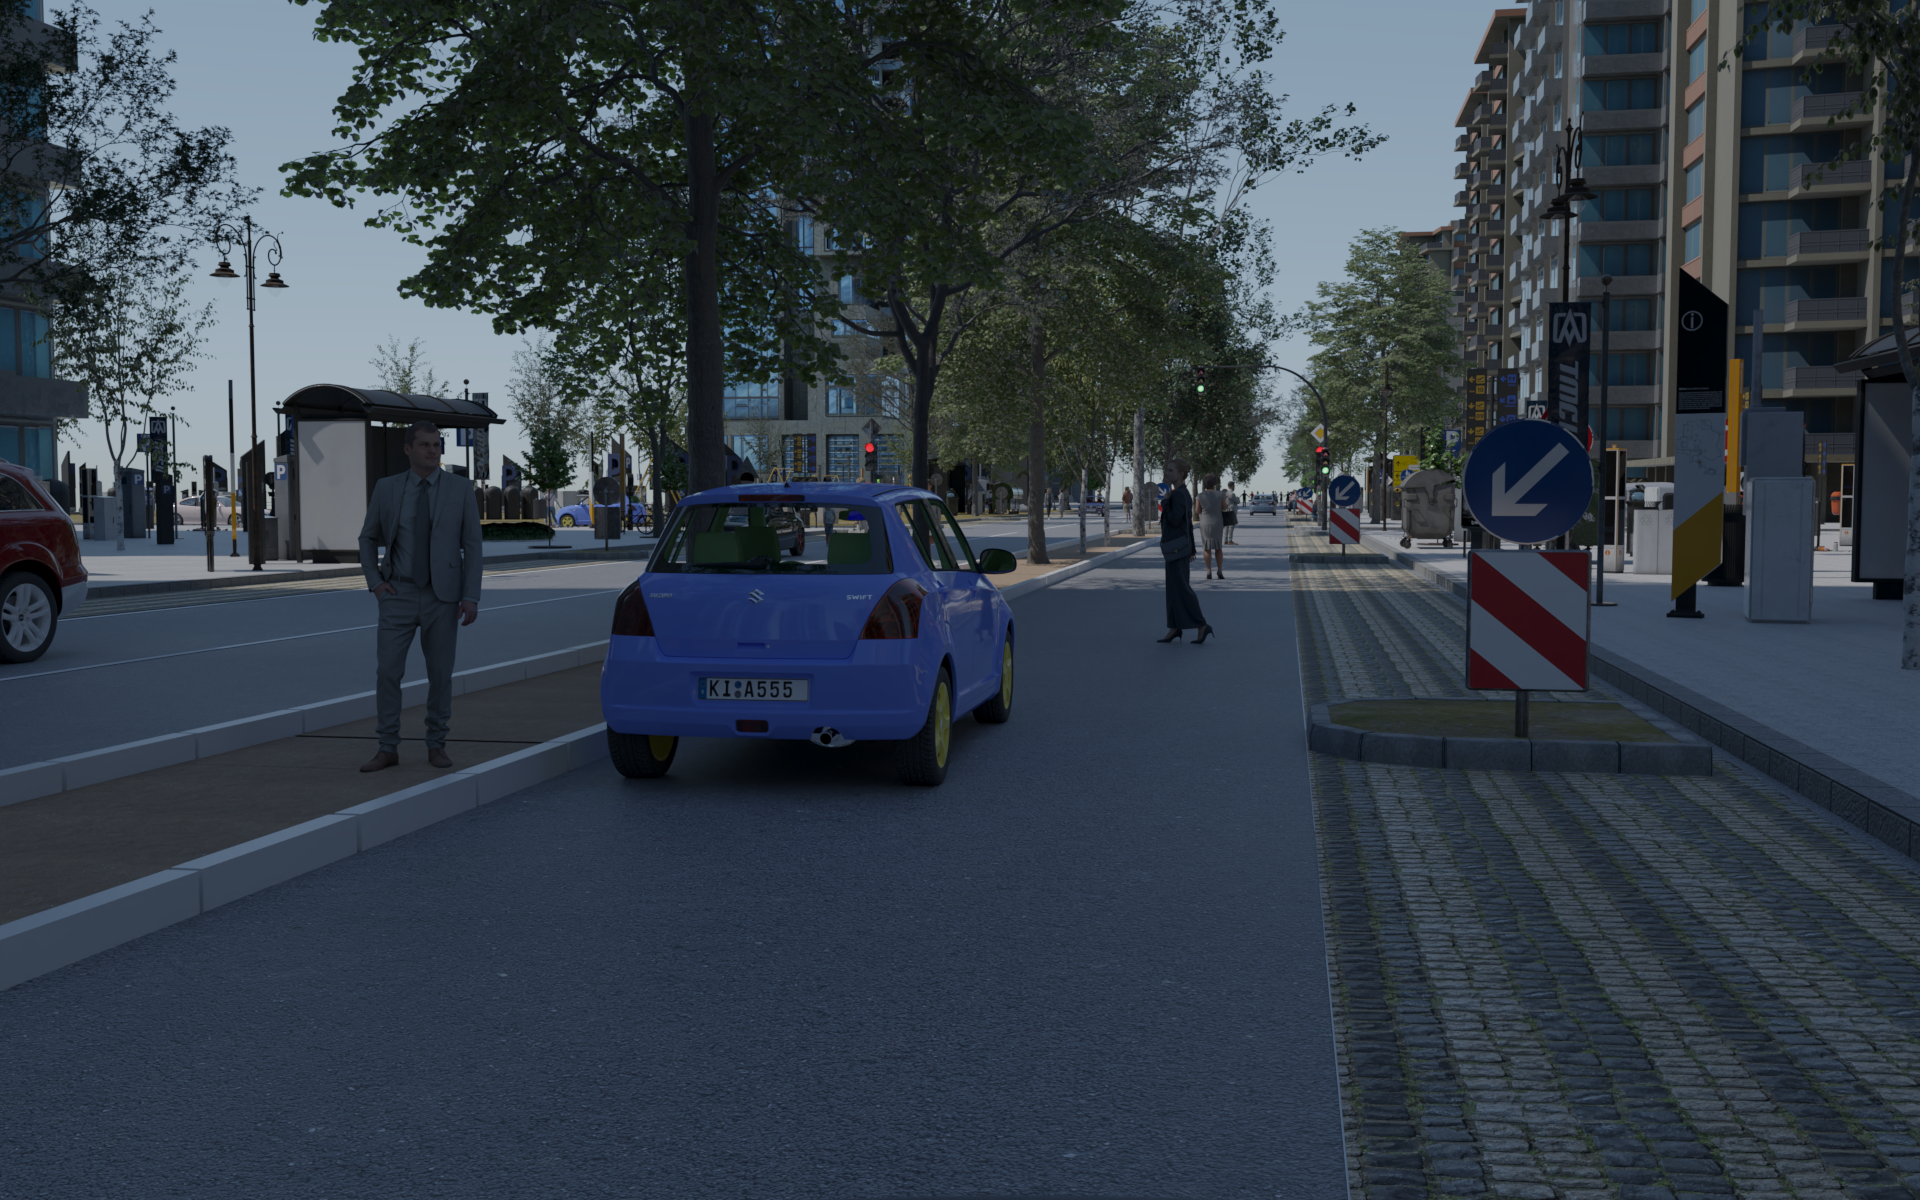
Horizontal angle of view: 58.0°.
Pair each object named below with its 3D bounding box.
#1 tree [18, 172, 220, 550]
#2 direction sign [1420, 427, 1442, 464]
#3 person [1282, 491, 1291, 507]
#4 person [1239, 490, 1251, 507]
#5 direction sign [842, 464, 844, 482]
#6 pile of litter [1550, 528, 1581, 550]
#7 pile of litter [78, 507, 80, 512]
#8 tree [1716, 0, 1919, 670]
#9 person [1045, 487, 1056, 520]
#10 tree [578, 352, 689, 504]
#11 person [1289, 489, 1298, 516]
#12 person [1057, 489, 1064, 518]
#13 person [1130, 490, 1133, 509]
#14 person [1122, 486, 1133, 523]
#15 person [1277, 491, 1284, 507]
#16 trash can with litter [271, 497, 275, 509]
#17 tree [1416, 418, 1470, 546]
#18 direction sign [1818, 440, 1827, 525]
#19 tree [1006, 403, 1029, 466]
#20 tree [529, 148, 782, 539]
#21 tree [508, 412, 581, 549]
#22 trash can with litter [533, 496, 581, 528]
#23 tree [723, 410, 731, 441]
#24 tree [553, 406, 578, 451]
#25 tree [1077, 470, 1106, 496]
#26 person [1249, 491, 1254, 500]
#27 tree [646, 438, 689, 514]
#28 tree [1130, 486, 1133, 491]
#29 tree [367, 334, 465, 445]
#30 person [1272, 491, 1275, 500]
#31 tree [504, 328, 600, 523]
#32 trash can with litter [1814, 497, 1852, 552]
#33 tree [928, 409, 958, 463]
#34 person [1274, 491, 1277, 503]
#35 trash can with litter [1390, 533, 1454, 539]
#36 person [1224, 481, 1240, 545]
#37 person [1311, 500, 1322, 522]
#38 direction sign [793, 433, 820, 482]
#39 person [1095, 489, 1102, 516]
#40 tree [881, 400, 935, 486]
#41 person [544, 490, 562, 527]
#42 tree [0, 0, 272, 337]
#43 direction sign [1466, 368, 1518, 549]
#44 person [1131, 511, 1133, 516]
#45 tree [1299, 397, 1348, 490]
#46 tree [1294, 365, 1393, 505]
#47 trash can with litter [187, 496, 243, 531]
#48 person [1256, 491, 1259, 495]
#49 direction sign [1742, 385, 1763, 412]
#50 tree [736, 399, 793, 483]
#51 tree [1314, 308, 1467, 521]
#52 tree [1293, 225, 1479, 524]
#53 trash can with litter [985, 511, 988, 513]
[{"bbox_3d":[-19.054,-5.431,39.161,4.360,8.622,3.978,0,3,0],"label":"tree"},{"bbox_3d":[16.002,-4.082,58.741,0.876,3.537,0.379,-1,4,-13],"label":"direction sign"},{"bbox_3d":[32.211,-9.848,170.233,1.217,1.735,0.721,0,4,1],"label":"person"},{"bbox_3d":[30.459,-10.844,185.424,1.348,1.869,0.705,-1,4,-8],"label":"person"},{"bbox_3d":[-8.732,-8.405,129.419,0.379,3.537,0.876,-1,4,-8],"label":"direction sign"},{"bbox_3d":[10.085,-0.970,29.823,1.719,0.858,1.176,-3,4,-38],"label":"pile of litter"},{"bbox_3d":[-61.017,-6.572,121.416,1.176,0.858,1.719,2,4,35],"label":"pile of litter"},{"bbox_3d":[7.217,-3.792,12.357,4.360,8.622,3.978,0,3,0],"label":"tree"},{"bbox_3d":[5.067,-5.410,97.130,0.709,1.800,0.728,-1,4,-14],"label":"person"},{"bbox_3d":[-15.984,-8.413,87.912,4.737,8.622,4.395,0,3,0],"label":"tree"},{"bbox_3d":[22.217,-6.490,115.203,0.643,1.750,0.593,-3,5,-43],"label":"person"},{"bbox_3d":[6.070,-5.872,105.077,0.524,1.755,0.480,2,4,26],"label":"person"},{"bbox_3d":[15.780,-9.314,160.654,0.709,1.838,0.599,0,4,-1],"label":"person"},{"bbox_3d":[8.441,-4.824,87.352,0.573,1.828,0.580,0,4,4],"label":"person"},{"bbox_3d":[36.330,-11.407,195.726,1.217,1.735,0.721,-1,4,-13],"label":"person"},{"bbox_3d":[-26.808,-3.379,66.299,2.233,1.210,1.678,-3,5,-40],"label":"trash can with litter"},{"bbox_3d":[11.891,-2.977,43.269,1.663,3.219,1.824,0,3,0],"label":"tree"},{"bbox_3d":[36.239,-4.945,72.854,0.379,3.537,0.876,0,4,8],"label":"direction sign"},{"bbox_3d":[8.429,-13.539,138.362,9.611,12.733,9.660,0,3,0],"label":"tree"},{"bbox_3d":[-8.830,-7.621,50.362,9.928,11.665,9.643,0,3,0],"label":"tree"},{"bbox_3d":[-9.841,-2.832,40.901,1.663,3.219,1.824,0,3,0],"label":"tree"},{"bbox_3d":[-15.556,-3.344,65.731,2.233,1.210,1.678,-1,4,-9],"label":"trash can with litter"},{"bbox_3d":[-15.486,-9.090,98.984,4.737,8.622,4.395,0,3,0],"label":"tree"},{"bbox_3d":[-20.799,-9.095,99.061,4.737,8.622,4.395,0,3,0],"label":"tree"},{"bbox_3d":[12.131,-10.703,158.705,4.285,4.588,4.351,0,3,0],"label":"tree"},{"bbox_3d":[38.899,-13.587,230.587,1.348,1.831,0.705,-3,4,-37],"label":"person"},{"bbox_3d":[-9.904,-3.912,58.562,1.663,3.219,1.824,0,3,0],"label":"tree"},{"bbox_3d":[21.238,-12.988,206.954,1.663,3.219,1.824,0,3,0],"label":"tree"},{"bbox_3d":[-25.269,-7.932,80.049,4.737,8.622,4.395,0,3,0],"label":"tree"},{"bbox_3d":[30.728,-9.893,170.776,0.750,1.759,0.617,1,4,17],"label":"person"},{"bbox_3d":[-18.392,-7.783,77.620,4.360,8.622,3.978,0,3,0],"label":"tree"},{"bbox_3d":[19.314,-1.731,39.359,1.678,1.210,2.233,0,4,0],"label":"trash can with litter"},{"bbox_3d":[-1.494,-11.740,142.318,4.360,8.622,3.978,0,3,0],"label":"tree"},{"bbox_3d":[40.976,-13.277,225.442,0.709,1.838,0.599,-3,5,-40],"label":"person"},{"bbox_3d":[13.616,-2.359,49.620,2.233,1.210,1.678,3,5,41],"label":"trash can with litter"},{"bbox_3d":[7.717,-2.462,48.932,0.466,1.800,0.511,-2,4,-29],"label":"person"},{"bbox_3d":[18.458,-4.594,89.114,0.738,1.151,1.012,2,4,24],"label":"person"},{"bbox_3d":[-5.788,-4.445,64.668,0.876,3.537,0.379,1,4,10],"label":"direction sign"},{"bbox_3d":[9.192,-6.474,114.898,0.519,1.759,0.362,-3,5,-42],"label":"person"},{"bbox_3d":[-3.609,-11.071,131.372,4.737,8.622,4.395,0,3,0],"label":"tree"},{"bbox_3d":[-16.096,-3.637,68.639,0.598,1.740,0.731,3,5,43],"label":"person"},{"bbox_3d":[-13.504,-5.390,22.541,8.767,10.594,7.601,-2,4,-33],"label":"tree"},{"bbox_3d":[9.591,-2.403,31.292,0.876,3.537,0.379,1,4,19],"label":"direction sign"},{"bbox_3d":[11.876,-6.520,115.326,0.699,1.804,1.509,3,4,39],"label":"person"},{"bbox_3d":[26.803,-10.749,126.103,4.360,8.622,3.978,0,3,0],"label":"tree"},{"bbox_3d":[29.570,-12.654,132.646,9.928,11.665,9.643,0,3,0],"label":"tree"},{"bbox_3d":[-26.064,-3.016,60.374,1.678,1.210,2.233,0,4,-2],"label":"trash can with litter"},{"bbox_3d":[30.560,-10.288,177.433,1.217,1.743,0.721,-1,4,-15],"label":"person"},{"bbox_3d":[16.633,-2.720,36.465,0.379,3.537,0.876,0,4,0],"label":"direction sign"},{"bbox_3d":[-15.274,-11.304,135.176,4.360,8.622,3.978,0,3,0],"label":"tree"},{"bbox_3d":[20.489,-9.057,82.496,7.601,10.594,8.767,0,3,0],"label":"tree"},{"bbox_3d":[18.163,-9.509,73.594,7.486,12.596,7.792,0,3,0],"label":"tree"},{"bbox_3d":[2.082,-6.531,117.836,1.678,1.210,2.233,-1,4,-15],"label":"trash can with litter"}]
